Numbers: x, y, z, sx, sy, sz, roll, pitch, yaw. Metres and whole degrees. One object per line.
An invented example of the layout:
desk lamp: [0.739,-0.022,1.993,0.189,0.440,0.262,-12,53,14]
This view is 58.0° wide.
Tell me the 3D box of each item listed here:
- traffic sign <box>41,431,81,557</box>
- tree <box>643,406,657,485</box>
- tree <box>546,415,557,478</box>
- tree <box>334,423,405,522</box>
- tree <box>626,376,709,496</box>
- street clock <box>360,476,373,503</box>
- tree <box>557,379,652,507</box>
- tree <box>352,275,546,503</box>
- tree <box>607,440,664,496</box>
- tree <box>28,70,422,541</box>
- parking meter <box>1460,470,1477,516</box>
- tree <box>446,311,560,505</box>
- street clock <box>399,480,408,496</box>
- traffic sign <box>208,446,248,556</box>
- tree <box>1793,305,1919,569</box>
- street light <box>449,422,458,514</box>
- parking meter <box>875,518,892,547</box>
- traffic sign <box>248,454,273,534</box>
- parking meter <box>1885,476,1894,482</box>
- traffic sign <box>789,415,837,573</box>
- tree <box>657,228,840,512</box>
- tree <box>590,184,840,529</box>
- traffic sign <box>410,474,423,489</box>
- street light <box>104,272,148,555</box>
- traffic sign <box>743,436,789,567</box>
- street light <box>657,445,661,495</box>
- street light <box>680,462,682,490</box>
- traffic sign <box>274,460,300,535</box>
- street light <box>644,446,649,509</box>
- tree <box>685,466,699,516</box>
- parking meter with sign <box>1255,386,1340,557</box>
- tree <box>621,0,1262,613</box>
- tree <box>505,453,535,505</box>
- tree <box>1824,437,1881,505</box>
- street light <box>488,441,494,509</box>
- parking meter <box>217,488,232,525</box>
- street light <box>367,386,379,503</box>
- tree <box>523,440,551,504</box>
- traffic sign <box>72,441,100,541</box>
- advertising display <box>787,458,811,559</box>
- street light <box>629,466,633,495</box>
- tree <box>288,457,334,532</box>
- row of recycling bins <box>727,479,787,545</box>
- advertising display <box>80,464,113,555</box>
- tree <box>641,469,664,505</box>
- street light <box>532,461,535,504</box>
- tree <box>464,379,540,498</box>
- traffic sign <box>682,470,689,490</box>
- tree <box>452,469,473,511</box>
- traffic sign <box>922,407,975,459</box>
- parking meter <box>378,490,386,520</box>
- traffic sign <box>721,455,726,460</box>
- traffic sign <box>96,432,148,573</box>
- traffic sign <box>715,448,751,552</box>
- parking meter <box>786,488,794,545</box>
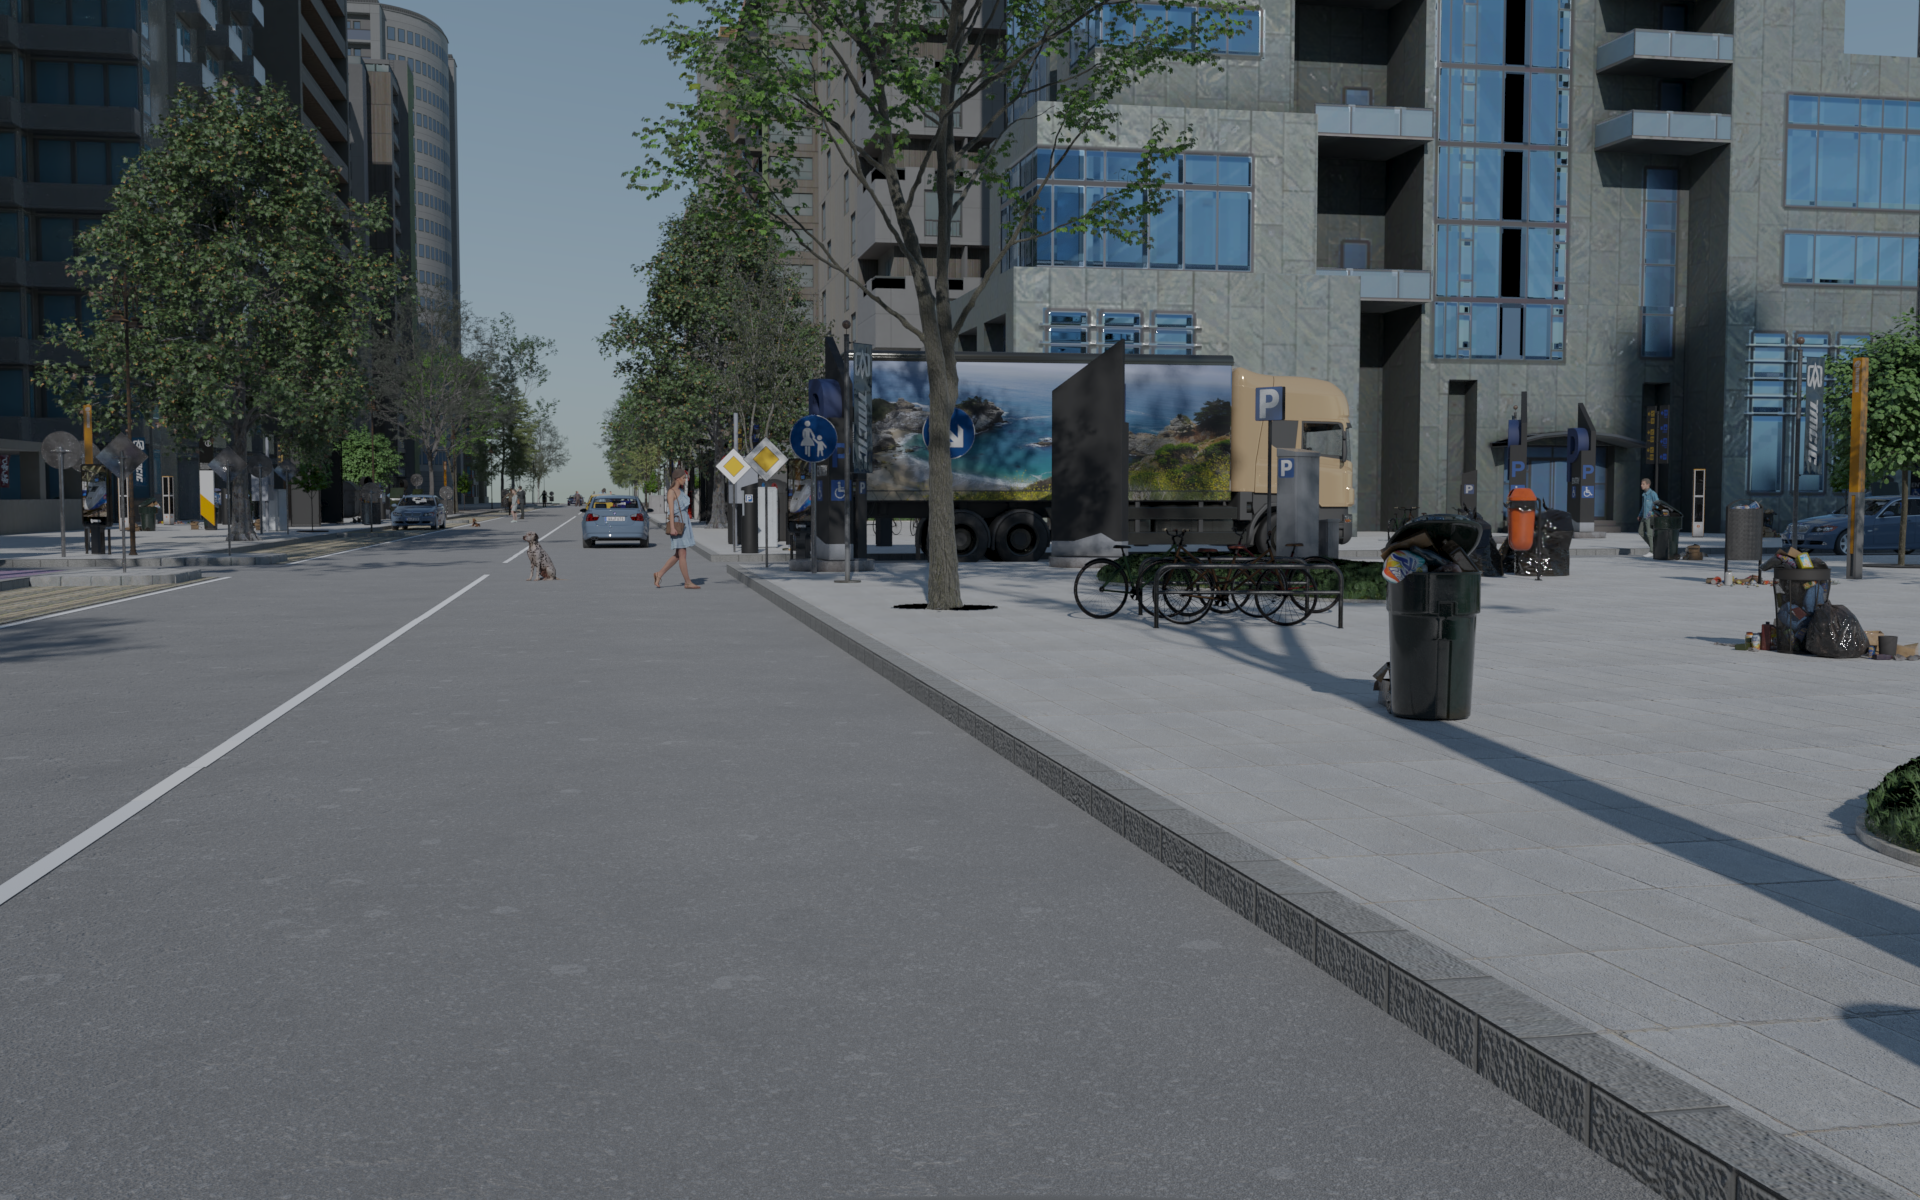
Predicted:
traffic sign: [-18.201,-2.140,35.092,0.768,2.556,0.104,-1,4,-9]
tree: [-13.141,-8.088,82.600,4.360,8.622,3.978,0,3,0]
tree: [-62.256,-21.126,255.771,12.009,13.543,11.850,0,3,0]
tree: [-27.081,-5.830,79.038,4.285,4.588,4.351,0,3,0]
tree: [-15.087,-8.649,91.771,4.737,8.622,4.395,0,3,0]
street clock: [-24.349,-4.069,71.095,0.358,2.002,0.471,2,4,31]
tree: [-32.363,-16.335,177.453,12.009,13.543,11.850,0,3,0]
tree: [-29.805,-11.440,97.417,12.009,13.543,11.850,0,3,0]
tree: [-41.261,-18.614,222.470,7.486,12.596,7.792,0,3,0]
tree: [-19.660,-7.954,47.057,9.611,12.733,9.660,0,3,0]
parking meter: [12.219,-2.198,41.652,0.399,1.863,0.255,1,4,16]
tree: [-48.280,-19.974,182.469,12.611,20.169,13.585,0,3,0]
street clock: [-27.947,-5.046,87.069,0.471,2.002,0.358,3,5,41]
traffic sign: [-15.209,-1.980,36.019,0.795,2.450,0.064,-1,4,-11]
tree: [16.497,-2.855,30.390,4.285,4.588,4.351,0,3,0]
street light: [-32.556,-8.481,111.451,0.468,5.910,1.993,-1,4,-11]
parking meter: [-1.875,-2.244,42.408,0.399,1.863,0.255,-2,4,-33]
traffic sign: [-22.196,-3.355,54.961,0.768,2.556,0.104,0,4,-7]
parking meter: [29.071,-2.973,54.325,0.399,1.863,0.255,-3,5,-39]
traffic sign: [-2.359,-1.702,27.933,0.768,2.556,0.104,0,4,-3]
tree: [-5.436,-5.955,47.734,4.360,8.622,3.978,0,3,0]
tree: [-8.865,-8.994,64.062,9.611,12.733,9.660,0,3,0]
traffic sign: [-34.014,-6.626,108.444,0.768,2.556,0.104,0,4,-5]
street light: [-17.368,-3.879,36.205,0.468,5.910,1.993,-1,4,-11]
traffic sign: [-3.383,-1.627,30.237,0.795,2.450,0.064,-1,4,-11]
street light: [-19.772,-8.602,113.433,0.468,5.910,1.993,-1,4,-11]
street light: [-12.072,-6.237,74.767,0.468,5.910,1.993,-1,4,-11]
traffic sign: [-21.301,-3.281,54.836,0.795,2.450,0.064,-1,4,-10]
street light: [-27.142,-10.836,149.957,0.468,5.910,1.993,-1,4,-11]
tree: [-16.216,-6.683,103.860,1.663,3.219,1.824,0,3,0]
parking meter with sign: [5.652,-1.990,28.798,1.738,3.016,0.543,-3,5,-43]
tree: [-0.265,-5.711,19.124,9.928,11.665,9.643,0,3,0]
tree: [-54.298,-16.049,212.763,4.737,8.622,4.395,0,3,0]
tree: [24.976,-3.318,48.846,1.663,3.219,1.824,0,3,0]
street light: [-40.022,-10.714,147.956,0.468,5.910,1.993,-1,4,-11]
parking meter: [-30.542,-3.896,72.117,0.372,1.533,0.369,0,3,0]
street light: [-24.741,-6.128,72.983,0.468,5.910,1.993,-1,4,-11]
tree: [-60.122,-18.121,246.644,4.360,8.622,3.978,0,3,0]
traffic sign: [-20.858,-2.518,41.280,0.768,2.556,0.104,0,4,-6]
advertising display: [-2.809,-1.573,30.938,0.123,1.923,0.974,-2,4,-34]
street light: [-51.147,-18.053,267.952,0.468,5.910,1.993,-1,4,-11]
tree: [-21.955,-3.894,58.268,1.663,3.219,1.824,0,3,0]
row of recycling bins: [-5.333,-2.358,45.674,1.069,1.692,3.534,1,4,10]
advertising display: [-18.350,-1.934,36.828,0.974,1.923,0.123,2,4,33]
tree: [-23.307,-8.366,131.383,1.663,3.219,1.824,0,3,0]
street light: [-56.336,-15.661,228.841,0.468,5.910,1.993,-1,4,-11]
tree: [-44.559,-15.398,169.883,7.486,12.596,7.792,0,3,0]
traffic sign: [-14.365,-5.467,89.490,0.768,2.556,0.104,-1,4,-8]
tree: [-38.517,-8.529,134.046,1.663,3.219,1.824,0,3,0]
traffic sign: [-0.166,-1.538,25.255,0.768,2.556,0.104,0,4,-3]
parking meter: [-29.026,-4.805,86.966,0.372,1.533,0.369,0,3,0]
traffic sign: [-7.208,-3.342,54.753,0.768,2.556,0.104,0,4,-7]
traffic sign: [-13.624,-1.501,28.192,0.795,2.450,0.064,-1,4,-11]
traffic sign: [-4.968,-2.105,38.064,0.795,2.450,0.064,-1,4,-11]
parking meter: [-4.206,-2.155,43.639,0.372,1.533,0.369,0,3,0]
